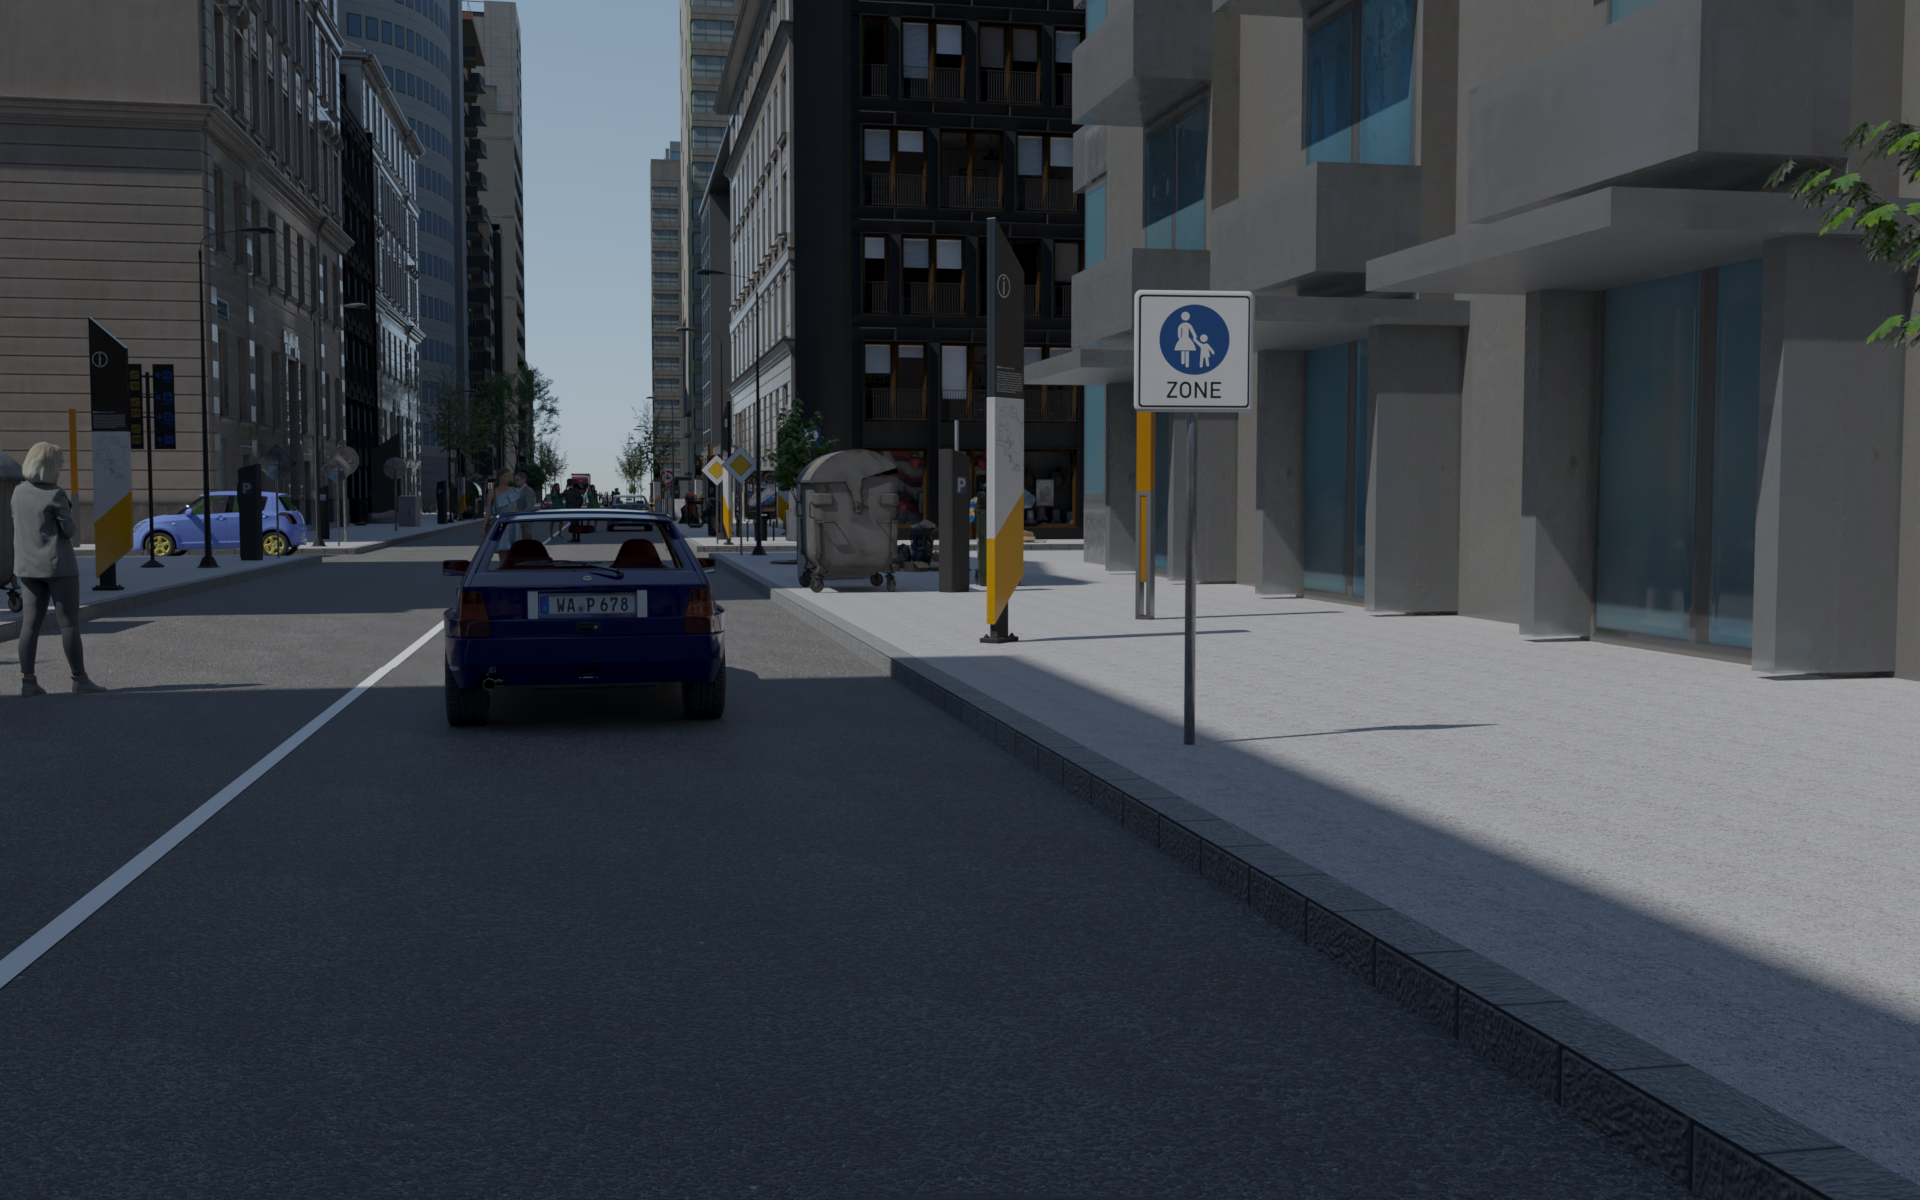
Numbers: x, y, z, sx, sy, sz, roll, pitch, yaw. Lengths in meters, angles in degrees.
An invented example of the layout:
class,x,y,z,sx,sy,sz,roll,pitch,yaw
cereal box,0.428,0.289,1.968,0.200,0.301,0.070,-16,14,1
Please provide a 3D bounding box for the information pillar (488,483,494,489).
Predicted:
class,x,y,z,sx,sy,sz,roll,pitch,yaw
information pillar,-31.021,-6.745,114.773,0.304,2.012,0.304,2,4,28

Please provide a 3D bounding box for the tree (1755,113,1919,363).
class,x,y,z,sx,sy,sz,roll,pitch,yaw
tree,3.136,-0.585,4.166,1.663,3.219,1.824,0,3,0

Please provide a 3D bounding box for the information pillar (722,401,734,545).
class,x,y,z,sx,sy,sz,roll,pitch,yaw
information pillar,-5.869,-3.199,43.665,0.183,3.616,0.504,-2,4,-23

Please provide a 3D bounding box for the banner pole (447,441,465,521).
class,x,y,z,sx,sy,sz,roll,pitch,yaw
banner pole,-23.961,-5.644,82.296,0.863,3.779,0.401,-3,5,-39

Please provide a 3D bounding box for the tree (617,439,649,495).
class,x,y,z,sx,sy,sz,roll,pitch,yaw
tree,-43.516,-17.334,233.778,4.737,8.622,4.395,0,3,0

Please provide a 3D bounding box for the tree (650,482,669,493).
class,x,y,z,sx,sy,sz,roll,pitch,yaw
tree,-24.589,-8.944,140.833,1.663,3.219,1.824,0,3,0

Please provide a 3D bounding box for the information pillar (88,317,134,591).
class,x,y,z,sx,sy,sz,roll,pitch,yaw
information pillar,-11.274,-1.935,22.984,0.504,3.616,0.183,0,4,-2

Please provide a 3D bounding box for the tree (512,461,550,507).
class,x,y,z,sx,sy,sz,roll,pitch,yaw
tree,-43.694,-11.865,177.712,4.285,4.588,4.351,0,3,0

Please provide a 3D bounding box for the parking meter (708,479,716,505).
class,x,y,z,sx,sy,sz,roll,pitch,yaw
parking meter,-8.268,-3.213,58.248,0.399,1.863,0.255,3,5,41

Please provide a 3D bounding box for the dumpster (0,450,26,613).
class,x,y,z,sx,sy,sz,roll,pitch,yaw
dumpster,-10.579,-0.744,17.925,1.264,1.857,1.865,-1,4,-12

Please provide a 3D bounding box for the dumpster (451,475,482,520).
class,x,y,z,sx,sy,sz,roll,pitch,yaw
dumpster,-24.823,-5.161,86.868,1.502,2.255,1.985,-1,4,-12

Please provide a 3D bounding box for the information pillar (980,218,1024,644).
class,x,y,z,sx,sy,sz,roll,pitch,yaw
information pillar,0.386,-1.445,14.973,0.183,3.616,0.504,2,4,34

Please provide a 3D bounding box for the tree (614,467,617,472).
class,x,y,z,sx,sy,sz,roll,pitch,yaw
tree,-48.697,-18.647,255.232,4.737,8.622,4.395,0,3,0

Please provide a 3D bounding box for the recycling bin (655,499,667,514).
class,x,y,z,sx,sy,sz,roll,pitch,yaw
recycling bin,-16.643,-5.164,96.978,0.722,1.027,0.722,0,4,7

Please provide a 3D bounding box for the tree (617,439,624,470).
class,x,y,z,sx,sy,sz,roll,pitch,yaw
tree,-40.540,-16.182,214.940,4.360,8.622,3.978,0,3,0

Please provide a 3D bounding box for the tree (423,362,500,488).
class,x,y,z,sx,sy,sz,roll,pitch,yaw
tree,-27.709,-8.877,95.507,4.737,8.622,4.395,0,3,0

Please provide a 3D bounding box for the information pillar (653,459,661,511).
class,x,y,z,sx,sy,sz,roll,pitch,yaw
information pillar,-20.365,-7.643,116.319,0.504,3.616,0.183,-2,4,-34

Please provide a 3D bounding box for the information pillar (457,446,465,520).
class,x,y,z,sx,sy,sz,roll,pitch,yaw
information pillar,-24.201,-5.668,84.033,0.504,3.616,0.183,3,4,39

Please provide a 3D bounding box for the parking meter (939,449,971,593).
class,x,y,z,sx,sy,sz,roll,pitch,yaw
parking meter,-0.069,-1.036,22.645,0.255,1.863,0.399,3,5,40

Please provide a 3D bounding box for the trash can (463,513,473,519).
class,x,y,z,sx,sy,sz,roll,pitch,yaw
trash can,-25.266,-4.718,88.785,0.748,1.137,0.748,0,3,0

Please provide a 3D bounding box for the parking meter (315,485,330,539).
class,x,y,z,sx,sy,sz,roll,pitch,yaw
parking meter,-18.126,-2.497,49.232,0.372,1.533,0.369,0,3,0

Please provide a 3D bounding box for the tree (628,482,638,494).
class,x,y,z,sx,sy,sz,roll,pitch,yaw
tree,-47.097,-15.530,248.523,1.663,3.219,1.824,0,3,0

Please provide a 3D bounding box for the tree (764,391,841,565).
class,x,y,z,sx,sy,sz,roll,pitch,yaw
tree,-3.061,-2.275,31.795,1.663,3.219,1.824,0,3,0

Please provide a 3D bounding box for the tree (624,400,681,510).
class,x,y,z,sx,sy,sz,roll,pitch,yaw
tree,-23.776,-11.268,134.600,4.360,8.622,3.978,0,3,0

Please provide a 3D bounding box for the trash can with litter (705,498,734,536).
class,x,y,z,sx,sy,sz,roll,pitch,yaw
trash can with litter,-7.246,-2.518,52.551,0.624,1.170,1.055,-3,5,-44

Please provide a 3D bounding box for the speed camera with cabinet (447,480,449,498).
class,x,y,z,sx,sy,sz,roll,pitch,yaw
speed camera with cabinet,-31.846,-7.096,110.352,2.038,3.252,0.660,-3,5,-44

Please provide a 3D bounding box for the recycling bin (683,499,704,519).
class,x,y,z,sx,sy,sz,roll,pitch,yaw
recycling bin,-13.814,-4.752,90.244,0.722,1.027,0.722,1,4,14

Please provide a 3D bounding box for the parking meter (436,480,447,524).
class,x,y,z,sx,sy,sz,roll,pitch,yaw
parking meter,-22.118,-4.172,73.922,0.399,1.863,0.255,1,4,19

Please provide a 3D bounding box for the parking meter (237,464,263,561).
class,x,y,z,sx,sy,sz,roll,pitch,yaw
parking meter,-13.737,-1.700,33.504,0.399,1.863,0.255,0,4,5

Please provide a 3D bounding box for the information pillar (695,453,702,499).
class,x,y,z,sx,sy,sz,roll,pitch,yaw
information pillar,-15.072,-6.630,99.754,0.183,3.616,0.504,3,5,43

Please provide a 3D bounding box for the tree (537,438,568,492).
class,x,y,z,sx,sy,sz,roll,pitch,yaw
tree,-53.399,-16.904,226.749,4.737,8.622,4.395,0,3,0

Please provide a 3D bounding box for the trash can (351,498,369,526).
class,x,y,z,sx,sy,sz,roll,pitch,yaw
trash can,-24.382,-3.594,70.419,0.748,1.137,0.748,0,3,0

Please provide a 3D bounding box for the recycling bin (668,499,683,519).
class,x,y,z,sx,sy,sz,roll,pitch,yaw
recycling bin,-15.070,-4.913,92.888,0.722,1.027,0.722,0,4,8

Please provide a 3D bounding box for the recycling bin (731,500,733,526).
class,x,y,z,sx,sy,sz,roll,pitch,yaw
recycling bin,-9.483,-3.428,68.605,0.722,1.027,0.722,3,5,43

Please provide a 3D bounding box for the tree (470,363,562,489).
class,x,y,z,sx,sy,sz,roll,pitch,yaw
tree,-35.104,-12.916,136.935,9.928,11.665,9.643,0,3,0

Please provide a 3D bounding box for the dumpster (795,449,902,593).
class,x,y,z,sx,sy,sz,roll,pitch,yaw
dumpster,-1.493,-1.068,23.220,1.264,1.857,1.865,-1,4,-11

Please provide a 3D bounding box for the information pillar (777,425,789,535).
class,x,y,z,sx,sy,sz,roll,pitch,yaw
information pillar,-5.468,-3.843,54.196,0.504,3.616,0.183,2,4,25

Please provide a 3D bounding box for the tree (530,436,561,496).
class,x,y,z,sx,sy,sz,roll,pitch,yaw
tree,-51.960,-16.312,217.067,4.360,8.622,3.978,0,3,0

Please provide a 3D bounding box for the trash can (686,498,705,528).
class,x,y,z,sx,sy,sz,roll,pitch,yaw
trash can,-10.063,-3.318,65.905,0.748,1.137,0.748,0,3,0

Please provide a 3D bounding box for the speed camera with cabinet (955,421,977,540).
class,x,y,z,sx,sy,sz,roll,pitch,yaw
speed camera with cabinet,0.495,-3.226,47.087,2.038,3.252,0.660,-1,4,-20

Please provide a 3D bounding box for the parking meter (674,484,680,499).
class,x,y,z,sx,sy,sz,roll,pitch,yaw
parking meter,-17.010,-6.006,103.912,0.399,1.863,0.255,-1,4,-13

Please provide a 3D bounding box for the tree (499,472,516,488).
class,x,y,z,sx,sy,sz,roll,pitch,yaw
tree,-34.513,-8.367,131.409,1.663,3.219,1.824,0,3,0
